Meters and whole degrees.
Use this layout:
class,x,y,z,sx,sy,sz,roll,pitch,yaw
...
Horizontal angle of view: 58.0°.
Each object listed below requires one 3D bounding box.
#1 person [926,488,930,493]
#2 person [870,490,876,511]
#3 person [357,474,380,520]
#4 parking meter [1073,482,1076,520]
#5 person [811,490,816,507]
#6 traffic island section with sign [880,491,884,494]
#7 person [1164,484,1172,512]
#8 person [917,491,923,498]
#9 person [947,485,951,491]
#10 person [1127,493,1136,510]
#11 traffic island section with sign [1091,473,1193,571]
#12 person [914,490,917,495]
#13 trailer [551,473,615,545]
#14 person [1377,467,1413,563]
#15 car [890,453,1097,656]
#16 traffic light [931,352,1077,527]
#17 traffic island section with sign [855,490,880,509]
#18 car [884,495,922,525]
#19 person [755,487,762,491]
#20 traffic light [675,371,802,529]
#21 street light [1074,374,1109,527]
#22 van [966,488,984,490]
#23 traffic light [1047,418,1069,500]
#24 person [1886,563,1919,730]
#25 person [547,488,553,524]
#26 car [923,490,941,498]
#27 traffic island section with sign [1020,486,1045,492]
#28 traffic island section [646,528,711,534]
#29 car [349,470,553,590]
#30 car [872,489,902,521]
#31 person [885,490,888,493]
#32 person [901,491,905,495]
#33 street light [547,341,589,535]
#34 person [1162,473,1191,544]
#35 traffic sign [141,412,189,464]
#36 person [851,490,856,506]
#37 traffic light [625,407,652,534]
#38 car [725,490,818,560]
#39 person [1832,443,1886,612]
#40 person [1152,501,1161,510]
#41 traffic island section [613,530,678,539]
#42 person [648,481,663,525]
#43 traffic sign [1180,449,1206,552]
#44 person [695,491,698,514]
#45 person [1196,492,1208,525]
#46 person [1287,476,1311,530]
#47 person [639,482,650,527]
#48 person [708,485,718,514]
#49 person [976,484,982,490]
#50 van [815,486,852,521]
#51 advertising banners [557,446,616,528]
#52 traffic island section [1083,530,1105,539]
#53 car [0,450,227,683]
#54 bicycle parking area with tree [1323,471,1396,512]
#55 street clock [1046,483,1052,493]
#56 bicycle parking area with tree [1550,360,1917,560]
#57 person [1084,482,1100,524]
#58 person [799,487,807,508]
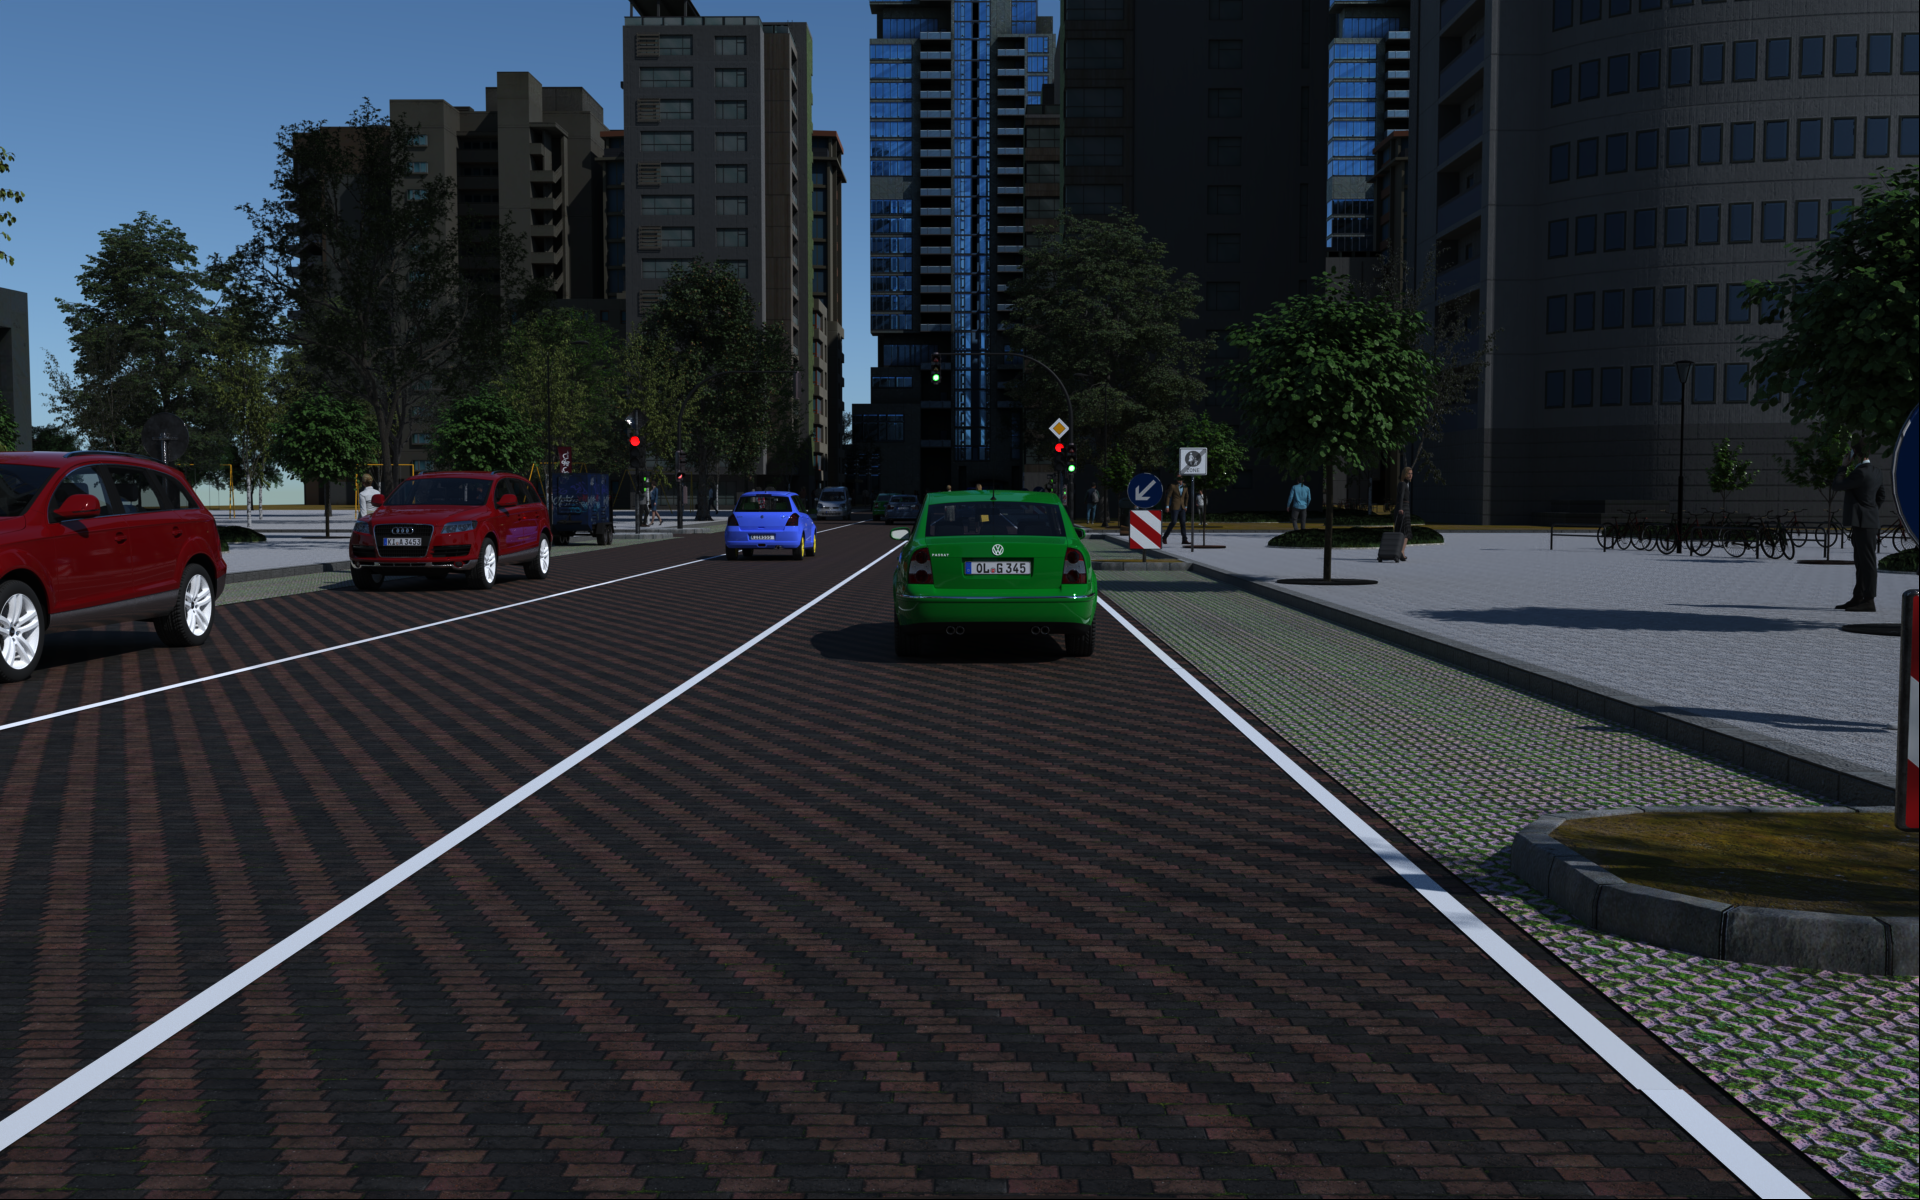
class,x,y,z,sx,sy,sz,roll,pitch,yaw
person,-1.926,-6.039,107.578,0.721,1.781,0.623,-2,4,-31
person,-7.455,-8.538,148.174,0.705,1.814,1.350,1,4,15
person,-10.588,-1.371,31.141,0.478,1.798,0.641,-3,5,-43
parking meter,5.583,-4.920,86.151,0.255,1.863,0.399,1,4,21
person,-12.120,-8.373,144.413,0.593,1.643,0.415,-2,4,-26
traffic island section with sign,-8.698,-11.295,193.303,1.989,1.847,2.006,0,4,1
person,10.892,-5.166,90.597,0.616,1.811,0.778,-2,4,-24
person,-5.013,-11.984,204.448,1.348,1.822,0.705,2,4,24
person,-0.417,-3.799,70.841,0.478,1.798,0.641,0,4,3
person,8.163,-4.639,81.861,0.822,1.834,0.622,-2,4,-28
traffic island section with sign,3.356,-1.496,33.086,1.989,1.847,2.006,0,4,1
person,-4.399,-9.803,168.745,0.705,1.831,1.348,-2,4,-28
trailer,-10.525,-2.477,47.541,1.471,1.999,3.904,0,4,1
person,8.319,-1.635,32.991,0.699,1.804,1.509,3,4,38
car,0.285,-0.482,16.669,1.959,1.807,4.718,0,4,-1
traffic light,1.454,-4.956,55.703,4.771,5.953,1.251,0,4,1
traffic island section with sign,-8.982,-9.614,165.821,1.989,1.847,2.006,0,4,1
car,-2.596,-4.268,81.778,2.014,1.417,4.499,0,4,1
person,-7.956,-3.662,69.210,0.643,1.720,0.563,-2,4,-30
traffic light,-8.238,-5.461,63.949,4.771,5.953,1.251,0,4,1
street light,5.074,-5.769,66.857,1.470,5.913,1.316,0,4,1
van,1.456,-9.898,166.213,2.240,2.365,5.245,0,4,-1
traffic light,3.630,-4.580,63.807,0.839,4.253,0.868,0,4,1
person,5.409,-0.183,9.223,0.728,1.800,0.709,0,4,4
person,-12.748,-2.780,54.095,0.503,1.515,0.523,3,4,37
car,-2.690,-10.520,180.678,2.281,1.827,5.304,0,4,1
traffic island section with sign,3.939,-4.939,89.380,1.989,1.847,2.006,0,4,1
traffic island section,-10.371,-2.556,64.071,2.009,0.180,2.903,0,4,1
car,-8.025,-1.163,27.687,2.281,1.827,5.304,0,4,1
car,-3.734,-5.163,93.216,1.959,1.807,4.718,0,4,0
person,-7.500,-10.243,175.988,1.348,1.823,0.705,2,4,35
person,-6.177,-10.985,188.134,1.348,1.821,0.705,2,4,35
street light,-11.932,-4.896,52.584,1.470,5.913,1.316,0,4,1
person,5.534,-2.346,44.306,0.836,1.842,0.656,2,4,34
traffic sign,-12.427,-1.650,27.086,0.768,2.556,0.104,0,4,4
person,-11.290,-10.795,183.086,0.434,1.755,0.990,2,4,27
traffic light,-10.414,-4.100,55.951,0.839,4.253,0.868,0,4,1
car,-4.188,-1.782,38.728,1.945,1.707,3.694,0,4,1
person,9.818,-0.829,18.964,0.474,1.900,0.648,3,4,36
person,9.652,-4.801,84.780,0.529,1.795,0.600,0,4,-2
traffic island section,-10.454,-2.068,56.086,2.009,0.180,2.903,0,4,1
person,-12.474,-3.965,70.901,0.654,1.822,0.581,-1,4,-15
traffic sign,5.142,-2.210,38.269,0.606,2.300,0.079,0,4,5
person,-15.674,-6.051,105.071,0.767,1.812,0.694,3,5,44
person,10.070,-3.876,72.009,0.503,1.515,0.523,0,4,-5
person,9.809,-2.691,50.059,0.660,1.820,0.620,0,4,-7
person,-12.374,-3.764,67.761,0.473,1.802,0.592,1,4,17
person,-15.644,-6.305,109.223,0.850,1.850,0.679,1,4,13
person,0.678,-3.373,63.860,0.699,1.804,1.509,0,4,-4
van,-6.870,-5.352,94.516,2.013,2.044,4.112,0,4,1
advertising banners,-13.687,-4.115,63.466,2.074,3.025,0.090,0,4,-2
traffic island section,3.587,-2.058,55.936,2.009,0.180,2.903,0,4,1
car,-8.170,-0.375,14.813,2.281,1.827,5.304,0,4,0
bicycle parking area with tree,32.476,-8.961,133.522,8.231,4.147,9.016,1,4,11
street clock,5.954,-6.777,115.378,0.471,2.002,0.358,-1,4,-14
bicycle parking area with tree,18.005,-3.126,38.104,8.231,4.147,9.016,0,4,-7
person,5.682,-4.166,74.508,0.623,1.781,0.721,0,4,-5
person,-11.668,-7.526,129.059,0.573,1.828,0.580,0,4,6
